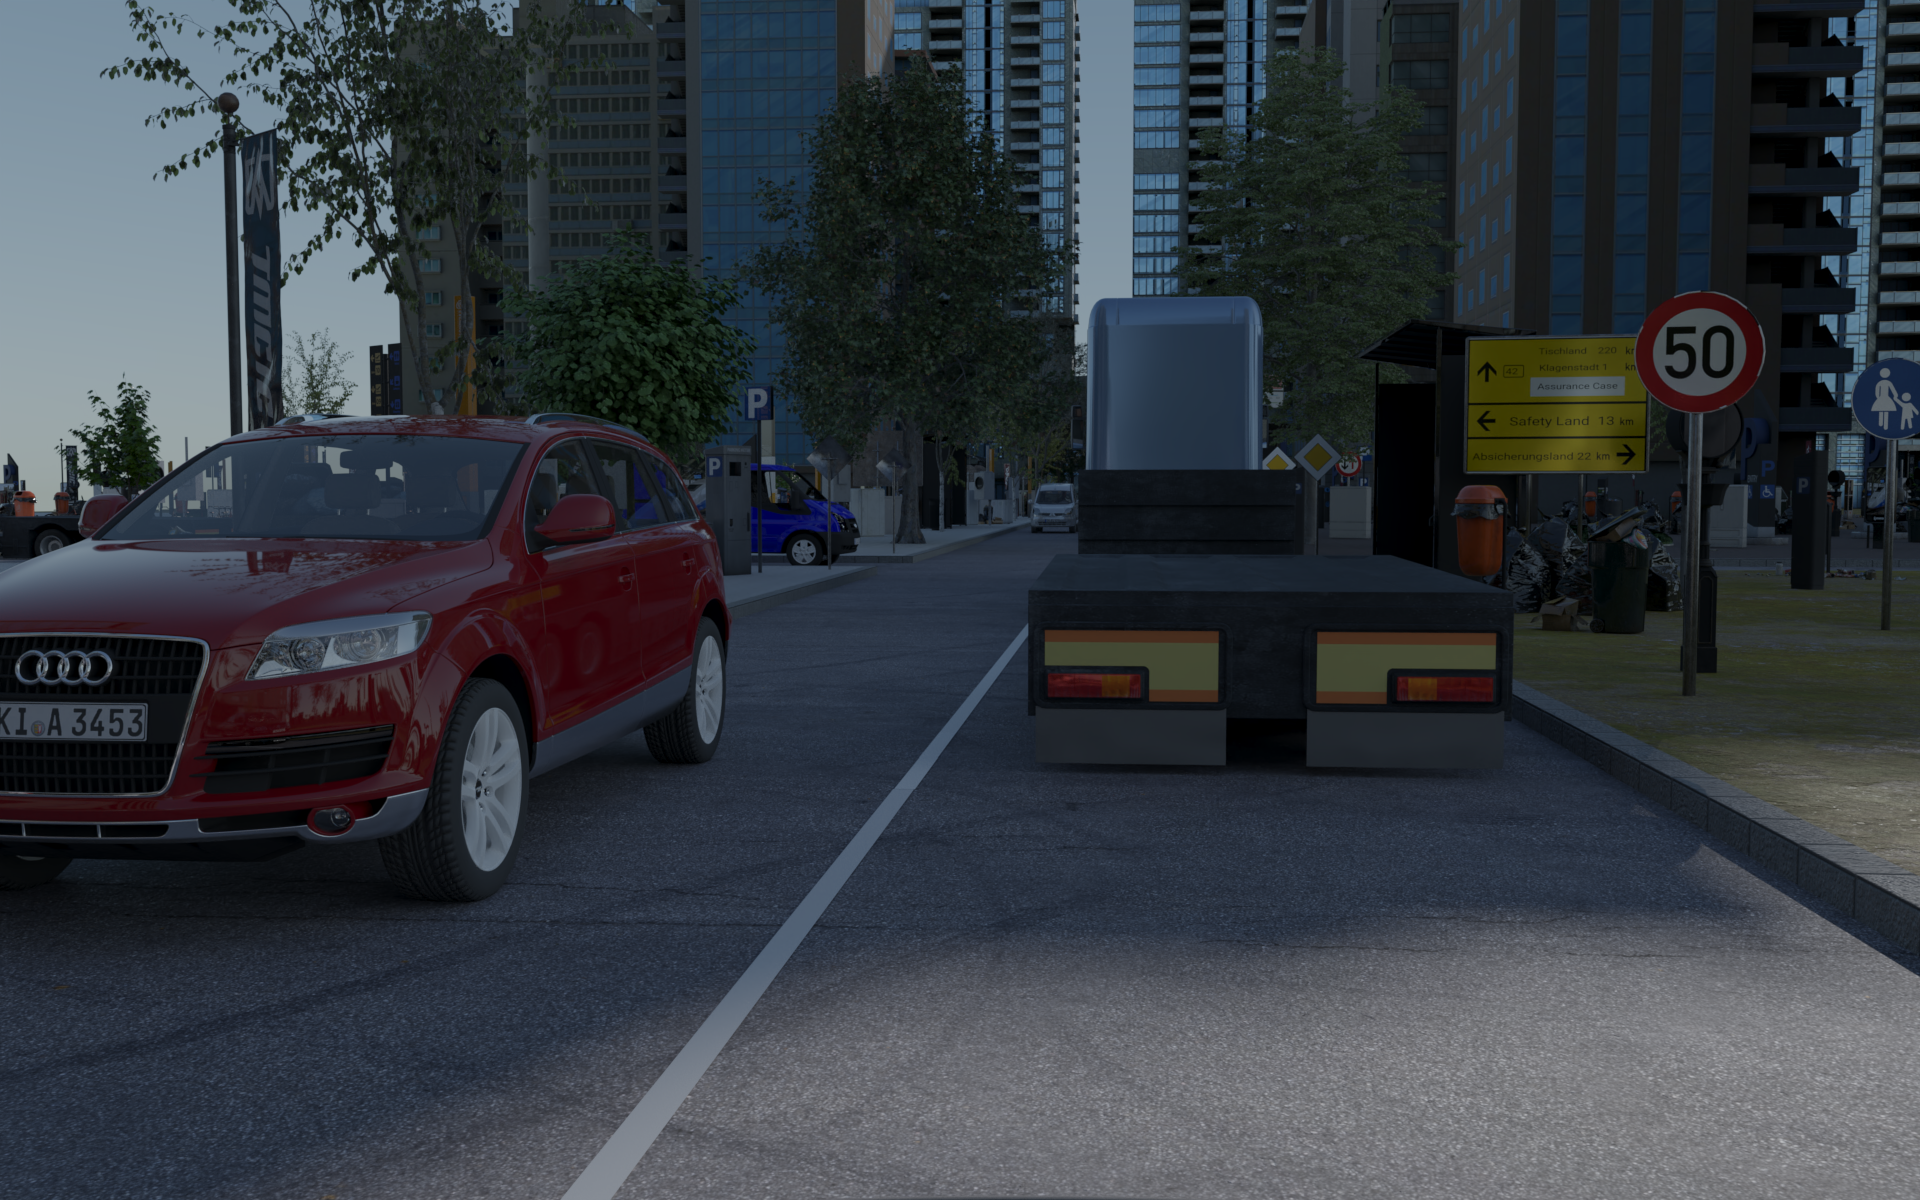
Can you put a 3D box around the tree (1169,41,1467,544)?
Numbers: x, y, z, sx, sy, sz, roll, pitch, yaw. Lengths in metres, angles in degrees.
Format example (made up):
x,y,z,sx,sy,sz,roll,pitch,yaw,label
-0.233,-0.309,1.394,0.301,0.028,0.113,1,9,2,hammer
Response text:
x,y,z,sx,sy,sz,roll,pitch,yaw,label
8.994,-7.735,44.587,7.486,12.596,7.792,0,3,0,tree

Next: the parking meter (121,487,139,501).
x,y,z,sx,sy,sz,roll,pitch,yaw,label
-18.812,-1.888,39.283,0.372,1.533,0.369,0,3,0,parking meter

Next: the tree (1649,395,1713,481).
x,y,z,sx,sy,sz,roll,pitch,yaw,label
27.615,-7.087,66.235,4.737,8.622,4.395,0,3,0,tree

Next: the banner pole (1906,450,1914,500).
x,y,z,sx,sy,sz,roll,pitch,yaw,label
53.587,-6.589,97.742,0.401,3.779,0.863,0,3,0,banner pole

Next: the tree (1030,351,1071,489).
x,y,z,sx,sy,sz,roll,pitch,yaw,label
2.519,-8.072,82.331,4.737,8.622,4.395,0,3,0,tree

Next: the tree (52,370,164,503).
x,y,z,sx,sy,sz,roll,pitch,yaw,label
-13.005,-1.993,27.193,1.663,3.219,1.824,0,3,0,tree

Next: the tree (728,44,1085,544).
x,y,z,sx,sy,sz,roll,pitch,yaw,label
-1.315,-7.814,44.769,9.611,12.733,9.660,0,3,0,tree

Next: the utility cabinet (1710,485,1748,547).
x,y,z,sx,sy,sz,roll,pitch,yaw,label
18.150,-2.001,41.396,1.173,1.500,0.318,3,5,41,utility cabinet

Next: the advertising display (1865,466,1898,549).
x,y,z,sx,sy,sz,roll,pitch,yaw,label
21.537,-2.159,40.512,0.123,1.923,0.974,0,4,-7,advertising display

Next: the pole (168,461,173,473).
x,y,z,sx,sy,sz,roll,pitch,yaw,label
-50.460,-7.142,110.612,0.158,3.312,0.155,0,3,0,pole

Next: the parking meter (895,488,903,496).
x,y,z,sx,sy,sz,roll,pitch,yaw,label
-2.712,-4.216,77.342,0.372,1.533,0.369,0,3,0,parking meter

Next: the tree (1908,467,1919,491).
x,y,z,sx,sy,sz,roll,pitch,yaw,label
36.185,-4.270,64.408,1.663,3.219,1.824,0,3,0,tree

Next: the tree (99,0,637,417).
x,y,z,sx,sy,sz,roll,pitch,yaw,label
-4.566,-3.921,14.474,4.360,8.622,3.978,0,3,0,tree

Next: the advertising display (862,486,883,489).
x,y,z,sx,sy,sz,roll,pitch,yaw,label
-4.400,-5.064,88.013,0.974,1.923,0.123,1,4,22,advertising display

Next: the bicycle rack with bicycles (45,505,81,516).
x,y,z,sx,sy,sz,roll,pitch,yaw,label
-29.373,-2.805,59.242,2.925,0.926,2.852,0,4,8,bicycle rack with bicycles

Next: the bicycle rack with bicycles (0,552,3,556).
x,y,z,sx,sy,sz,roll,pitch,yaw,label
-6.896,0.161,10.743,2.852,0.926,2.925,2,4,25,bicycle rack with bicycles

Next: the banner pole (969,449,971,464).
x,y,z,sx,sy,sz,roll,pitch,yaw,label
0.560,-6.386,94.421,0.401,3.779,0.863,0,4,3,banner pole

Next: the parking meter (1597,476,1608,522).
x,y,z,sx,sy,sz,roll,pitch,yaw,label
21.022,-3.117,56.674,0.255,1.863,0.399,3,4,37,parking meter

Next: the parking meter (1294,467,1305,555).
x,y,z,sx,sy,sz,roll,pitch,yaw,label
6.989,-1.862,36.162,0.399,1.863,0.255,0,4,6,parking meter

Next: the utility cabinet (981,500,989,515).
x,y,z,sx,sy,sz,roll,pitch,yaw,label
1.129,-4.406,83.195,1.020,1.237,0.306,0,4,6,utility cabinet

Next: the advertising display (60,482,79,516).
x,y,z,sx,sy,sz,roll,pitch,yaw,label
-48.289,-5.426,93.928,0.974,1.923,0.123,0,4,7,advertising display

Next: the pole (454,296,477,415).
x,y,z,sx,sy,sz,roll,pitch,yaw,label
-5.100,-1.473,17.925,0.158,3.312,0.155,0,3,0,pole

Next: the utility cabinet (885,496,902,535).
x,y,z,sx,sy,sz,roll,pitch,yaw,label
-2.111,-2.685,55.063,1.020,1.237,0.306,-1,4,-22,utility cabinet

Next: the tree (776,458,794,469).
x,y,z,sx,sy,sz,roll,pitch,yaw,label
-9.580,-6.046,93.457,1.663,3.219,1.824,0,3,0,tree

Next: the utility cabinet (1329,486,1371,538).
x,y,z,sx,sy,sz,roll,pitch,yaw,label
11.250,-2.521,49.894,1.173,1.500,0.318,3,5,42,utility cabinet

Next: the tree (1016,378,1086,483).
x,y,z,sx,sy,sz,roll,pitch,yaw,label
7.406,-12.207,134.002,8.767,10.594,7.601,3,5,44,tree

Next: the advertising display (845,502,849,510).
x,y,z,sx,sy,sz,roll,pitch,yaw,label
-6.712,-5.994,103.220,0.123,1.923,0.974,-1,4,-10,advertising display

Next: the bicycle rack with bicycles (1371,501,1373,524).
x,y,z,sx,sy,sz,roll,pitch,yaw,label
17.924,-3.782,75.214,2.852,0.926,2.925,-3,5,-40,bicycle rack with bicycles

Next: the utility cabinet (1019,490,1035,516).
x,y,z,sx,sy,sz,roll,pitch,yaw,label
3.905,-5.707,101.989,1.173,1.500,0.318,-3,5,-43,utility cabinet

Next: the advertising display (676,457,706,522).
x,y,z,sx,sy,sz,roll,pitch,yaw,label
-4.587,-1.507,29.857,0.974,1.923,0.123,1,4,10,advertising display

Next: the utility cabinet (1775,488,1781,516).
x,y,z,sx,sy,sz,roll,pitch,yaw,label
27.240,-3.070,58.865,1.173,1.500,0.318,0,4,0,utility cabinet

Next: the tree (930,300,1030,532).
x,y,z,sx,sy,sz,roll,pitch,yaw,label
-0.376,-6.609,58.419,4.737,8.622,4.395,0,3,0,tree

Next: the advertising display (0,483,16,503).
x,y,z,sx,sy,sz,roll,pitch,yaw,label
-56.470,-5.959,102.648,0.974,1.923,0.123,0,4,-1,advertising display

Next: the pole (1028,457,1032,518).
x,y,z,sx,sy,sz,roll,pitch,yaw,label
3.753,-6.078,93.219,0.158,3.312,0.155,0,3,0,pole

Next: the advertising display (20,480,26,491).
x,y,z,sx,sy,sz,roll,pitch,yaw,label
-42.647,-4.505,78.870,0.123,1.923,0.974,-2,4,-34,advertising display

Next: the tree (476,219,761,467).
x,y,z,sx,sy,sz,roll,pitch,yaw,label
-4.080,-2.271,20.846,4.285,4.588,4.351,0,3,0,tree

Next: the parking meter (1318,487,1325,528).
x,y,z,sx,sy,sz,roll,pitch,yaw,label
13.441,-3.447,64.775,0.372,1.533,0.369,0,3,0,parking meter

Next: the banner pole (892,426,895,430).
x,y,z,sx,sy,sz,roll,pitch,yaw,label
-2.628,-4.522,63.945,0.863,3.779,0.401,-3,4,-38,banner pole

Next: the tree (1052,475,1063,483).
x,y,z,sx,sy,sz,roll,pitch,yaw,label
8.733,-9.698,153.171,1.663,3.219,1.824,0,3,0,tree

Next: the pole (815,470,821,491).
x,y,z,sx,sy,sz,roll,pitch,yaw,label
-5.544,-4.513,67.636,0.158,3.312,0.155,0,3,0,pole

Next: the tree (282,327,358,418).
x,y,z,sx,sy,sz,roll,pitch,yaw,label
-28.526,-7.673,75.812,4.737,8.622,4.395,0,3,0,tree

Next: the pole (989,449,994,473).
x,y,z,sx,sy,sz,roll,pitch,yaw,label
1.434,-5.161,78.227,0.158,3.312,0.155,0,3,0,pole

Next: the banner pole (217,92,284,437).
x,y,z,sx,sy,sz,roll,pitch,yaw,label
-4.390,-1.268,10.750,0.863,3.779,0.401,3,5,42,banner pole

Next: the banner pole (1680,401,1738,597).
x,y,z,sx,sy,sz,roll,pitch,yaw,label
9.295,-1.933,21.615,0.863,3.779,0.401,0,4,-1,banner pole

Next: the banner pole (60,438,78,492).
x,y,z,sx,sy,sz,roll,pitch,yaw,label
-40.189,-5.385,78.055,0.863,3.779,0.401,-2,4,-25,banner pole

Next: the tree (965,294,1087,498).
x,y,z,sx,sy,sz,roll,pitch,yaw,label
4.764,-11.918,105.230,12.009,13.543,11.850,0,3,0,tree

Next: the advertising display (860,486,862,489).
x,y,z,sx,sy,sz,roll,pitch,yaw,label
-5.066,-5.288,91.680,0.123,1.923,0.974,-1,4,-22,advertising display

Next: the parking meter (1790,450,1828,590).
x,y,z,sx,sy,sz,roll,pitch,yaw,label
11.439,-1.078,23.344,0.255,1.863,0.399,-1,4,-20,parking meter
